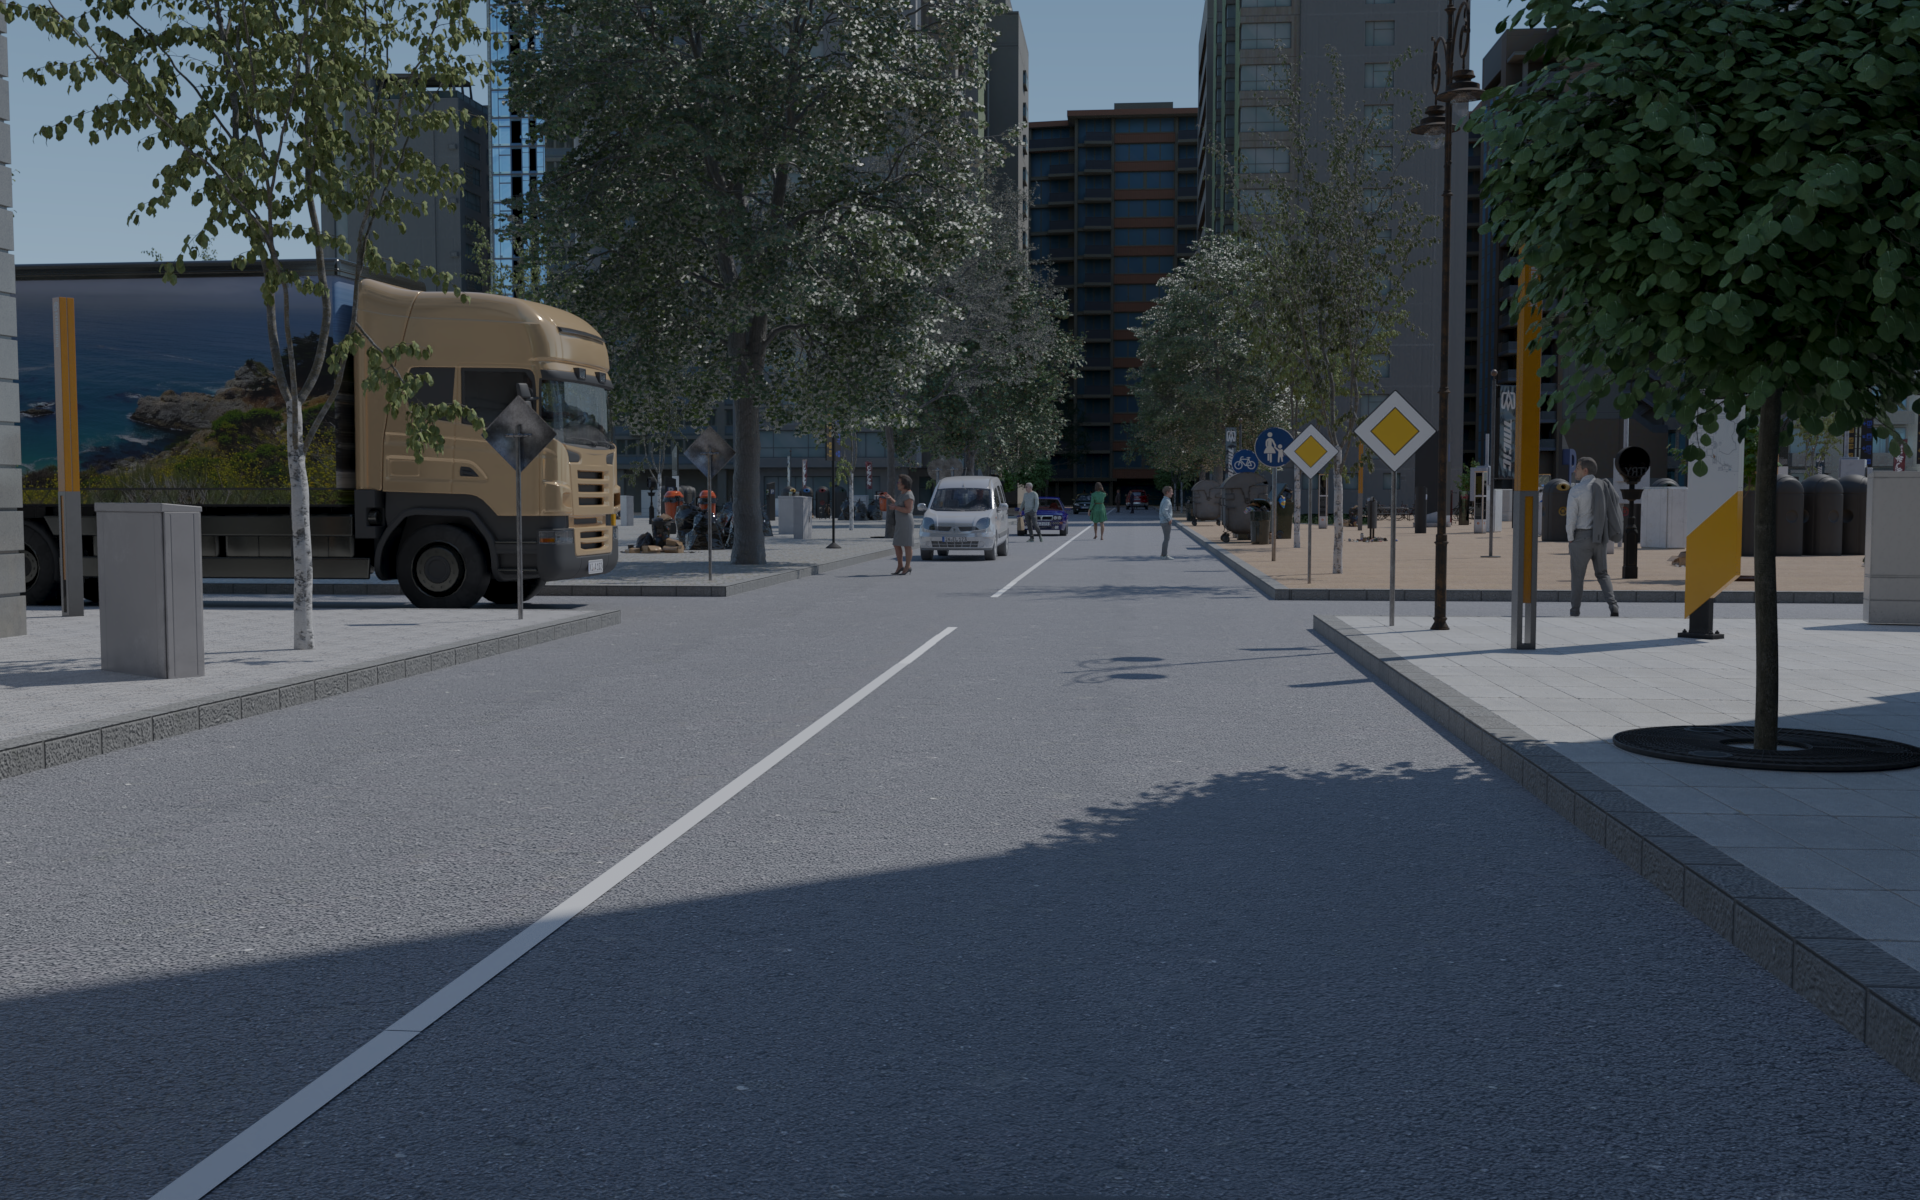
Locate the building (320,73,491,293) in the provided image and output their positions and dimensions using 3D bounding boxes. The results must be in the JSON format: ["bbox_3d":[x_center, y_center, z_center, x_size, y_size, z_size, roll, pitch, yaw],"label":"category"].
[{"bbox_3d":[-53.413,-29.846,171.571,14.086,41.232,14.154,0,4,6],"label":"building"}]

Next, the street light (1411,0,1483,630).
[{"bbox_3d":[4.541,-2.656,16.209,0.468,5.910,1.993,0,4,6],"label":"street light"}]

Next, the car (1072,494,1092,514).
[{"bbox_3d":[9.028,-6.981,123.923,2.009,1.686,4.222,0,4,7],"label":"car"}]

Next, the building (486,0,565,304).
[{"bbox_3d":[-30.982,-52.062,163.886,31.000,86.520,22.319,0,4,6],"label":"building"}]

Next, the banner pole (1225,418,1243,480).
[{"bbox_3d":[9.052,-4.103,57.093,0.863,3.779,0.401,-2,4,-30],"label":"banner pole"}]

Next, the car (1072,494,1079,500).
[{"bbox_3d":[10.261,-8.094,142.561,2.015,1.641,3.980,0,4,5],"label":"car"}]

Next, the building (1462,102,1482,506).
[{"bbox_3d":[62.983,-32.884,192.283,28.867,44.769,22.147,0,4,6],"label":"building"}]

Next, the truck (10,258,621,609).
[{"bbox_3d":[-9.442,-2.029,22.092,11.283,4.237,2.839,0,4,7],"label":"truck"}]

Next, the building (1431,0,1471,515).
[{"bbox_3d":[24.911,-26.279,113.257,14.154,41.232,14.086,0,4,6],"label":"building"}]

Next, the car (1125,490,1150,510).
[{"bbox_3d":[16.322,-9.229,159.561,2.281,1.827,5.304,0,4,6],"label":"car"}]

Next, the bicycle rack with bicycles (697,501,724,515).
[{"bbox_3d":[-13.720,-5.070,96.275,2.925,0.926,2.852,2,4,29],"label":"bicycle rack with bicycles"}]

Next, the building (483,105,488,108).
[{"bbox_3d":[-54.525,-33.610,199.642,14.200,45.320,14.600,0,4,6],"label":"building"}]

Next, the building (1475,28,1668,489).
[{"bbox_3d":[56.932,-31.266,161.313,14.200,45.320,14.600,0,4,6],"label":"building"}]

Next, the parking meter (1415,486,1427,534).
[{"bbox_3d":[15.003,-2.934,56.380,0.372,1.533,0.369,0,3,0],"label":"parking meter"}]

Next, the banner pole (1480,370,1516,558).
[{"bbox_3d":[10.953,-2.754,35.047,0.863,3.779,0.401,-2,4,-25],"label":"banner pole"}]

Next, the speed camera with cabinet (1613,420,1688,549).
[{"bbox_3d":[16.372,-2.859,41.076,0.660,3.252,2.038,-1,4,-16],"label":"speed camera with cabinet"}]

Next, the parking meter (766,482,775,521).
[{"bbox_3d":[-9.097,-4.740,83.212,0.399,1.863,0.255,-3,5,-40],"label":"parking meter"}]

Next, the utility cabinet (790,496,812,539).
[{"bbox_3d":[-4.526,-2.372,49.949,0.306,1.237,1.020,1,4,10],"label":"utility cabinet"}]

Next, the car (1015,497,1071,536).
[{"bbox_3d":[2.903,-2.932,60.512,1.945,1.354,3.894,0,4,4],"label":"car"}]

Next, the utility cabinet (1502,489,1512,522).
[{"bbox_3d":[24.916,-4.348,79.771,0.318,1.500,1.173,-2,4,-33],"label":"utility cabinet"}]

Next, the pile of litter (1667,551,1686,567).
[{"bbox_3d":[13.206,-1.037,30.917,1.719,0.858,1.176,-3,5,-42],"label":"pile of litter"}]

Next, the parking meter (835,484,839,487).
[{"bbox_3d":[-7.143,-5.728,99.368,0.399,1.863,0.255,-1,4,-11],"label":"parking meter"}]

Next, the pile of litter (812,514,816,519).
[{"bbox_3d":[-8.163,-4.685,90.563,1.719,0.858,1.176,-1,4,-22],"label":"pile of litter"}]

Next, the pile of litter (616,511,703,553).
[{"bbox_3d":[-6.517,-1.456,37.772,1.719,0.858,1.176,1,4,15],"label":"pile of litter"}]

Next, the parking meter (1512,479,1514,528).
[{"bbox_3d":[20.923,-3.631,65.076,0.255,1.863,0.399,3,4,36],"label":"parking meter"}]

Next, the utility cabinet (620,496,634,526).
[{"bbox_3d":[-13.510,-3.617,70.298,0.306,1.237,1.020,-2,4,-25],"label":"utility cabinet"}]

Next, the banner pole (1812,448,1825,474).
[{"bbox_3d":[46.061,-6.306,93.127,0.401,3.779,0.863,-3,5,-42],"label":"banner pole"}]

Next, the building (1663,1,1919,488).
[{"bbox_3d":[78.630,-32.673,153.812,30.456,49.044,23.786,0,4,6],"label":"building"}]

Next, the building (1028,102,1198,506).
[{"bbox_3d":[19.991,-33.154,196.690,28.867,44.769,22.147,0,4,6],"label":"building"}]

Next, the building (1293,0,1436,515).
[{"bbox_3d":[26.133,-27.136,127.265,14.154,41.232,14.086,0,4,6],"label":"building"}]

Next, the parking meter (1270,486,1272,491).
[{"bbox_3d":[9.244,-2.584,50.651,0.372,1.533,0.369,0,3,0],"label":"parking meter"}]

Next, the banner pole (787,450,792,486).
[{"bbox_3d":[-9.696,-6.637,98.529,0.401,3.779,0.863,-1,4,-22],"label":"banner pole"}]

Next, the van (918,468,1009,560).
[{"bbox_3d":[0.130,-1.946,38.830,2.013,2.044,4.112,0,4,7],"label":"van"}]

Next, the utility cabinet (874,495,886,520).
[{"bbox_3d":[-3.760,-4.601,86.390,1.020,1.237,0.306,0,4,4],"label":"utility cabinet"}]

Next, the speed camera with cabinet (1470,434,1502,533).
[{"bbox_3d":[17.521,-3.873,57.658,0.660,3.252,2.038,2,4,31],"label":"speed camera with cabinet"}]

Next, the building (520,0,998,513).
[{"bbox_3d":[-13.294,-26.665,127.856,32.217,40.220,23.993,0,4,6],"label":"building"}]

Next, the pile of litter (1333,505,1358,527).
[{"bbox_3d":[15.192,-3.295,67.846,1.176,0.858,1.719,2,4,23],"label":"pile of litter"}]

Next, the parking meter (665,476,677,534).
[{"bbox_3d":[-9.235,-3.040,55.422,0.399,1.863,0.255,-1,4,-8],"label":"parking meter"}]

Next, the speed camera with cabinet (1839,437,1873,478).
[{"bbox_3d":[22.085,-2.970,42.901,0.660,3.252,2.038,2,4,31],"label":"speed camera with cabinet"}]

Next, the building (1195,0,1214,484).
[{"bbox_3d":[32.816,-32.724,158.745,21.300,48.544,21.600,0,4,6],"label":"building"}]

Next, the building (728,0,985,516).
[{"bbox_3d":[-6.005,-25.957,107.997,14.154,41.232,14.086,0,4,6],"label":"building"}]

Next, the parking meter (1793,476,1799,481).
[{"bbox_3d":[27.673,-3.176,57.637,0.255,1.863,0.399,-1,4,-9],"label":"parking meter"}]

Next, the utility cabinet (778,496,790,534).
[{"bbox_3d":[-5.370,-2.705,55.395,1.020,1.237,0.306,3,5,42],"label":"utility cabinet"}]

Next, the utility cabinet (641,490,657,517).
[{"bbox_3d":[-17.205,-5.382,96.668,1.173,1.500,0.318,2,4,24],"label":"utility cabinet"}]

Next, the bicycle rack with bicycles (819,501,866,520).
[{"bbox_3d":[-6.047,-4.562,87.968,2.852,0.926,2.925,0,4,0],"label":"bicycle rack with bicycles"}]
